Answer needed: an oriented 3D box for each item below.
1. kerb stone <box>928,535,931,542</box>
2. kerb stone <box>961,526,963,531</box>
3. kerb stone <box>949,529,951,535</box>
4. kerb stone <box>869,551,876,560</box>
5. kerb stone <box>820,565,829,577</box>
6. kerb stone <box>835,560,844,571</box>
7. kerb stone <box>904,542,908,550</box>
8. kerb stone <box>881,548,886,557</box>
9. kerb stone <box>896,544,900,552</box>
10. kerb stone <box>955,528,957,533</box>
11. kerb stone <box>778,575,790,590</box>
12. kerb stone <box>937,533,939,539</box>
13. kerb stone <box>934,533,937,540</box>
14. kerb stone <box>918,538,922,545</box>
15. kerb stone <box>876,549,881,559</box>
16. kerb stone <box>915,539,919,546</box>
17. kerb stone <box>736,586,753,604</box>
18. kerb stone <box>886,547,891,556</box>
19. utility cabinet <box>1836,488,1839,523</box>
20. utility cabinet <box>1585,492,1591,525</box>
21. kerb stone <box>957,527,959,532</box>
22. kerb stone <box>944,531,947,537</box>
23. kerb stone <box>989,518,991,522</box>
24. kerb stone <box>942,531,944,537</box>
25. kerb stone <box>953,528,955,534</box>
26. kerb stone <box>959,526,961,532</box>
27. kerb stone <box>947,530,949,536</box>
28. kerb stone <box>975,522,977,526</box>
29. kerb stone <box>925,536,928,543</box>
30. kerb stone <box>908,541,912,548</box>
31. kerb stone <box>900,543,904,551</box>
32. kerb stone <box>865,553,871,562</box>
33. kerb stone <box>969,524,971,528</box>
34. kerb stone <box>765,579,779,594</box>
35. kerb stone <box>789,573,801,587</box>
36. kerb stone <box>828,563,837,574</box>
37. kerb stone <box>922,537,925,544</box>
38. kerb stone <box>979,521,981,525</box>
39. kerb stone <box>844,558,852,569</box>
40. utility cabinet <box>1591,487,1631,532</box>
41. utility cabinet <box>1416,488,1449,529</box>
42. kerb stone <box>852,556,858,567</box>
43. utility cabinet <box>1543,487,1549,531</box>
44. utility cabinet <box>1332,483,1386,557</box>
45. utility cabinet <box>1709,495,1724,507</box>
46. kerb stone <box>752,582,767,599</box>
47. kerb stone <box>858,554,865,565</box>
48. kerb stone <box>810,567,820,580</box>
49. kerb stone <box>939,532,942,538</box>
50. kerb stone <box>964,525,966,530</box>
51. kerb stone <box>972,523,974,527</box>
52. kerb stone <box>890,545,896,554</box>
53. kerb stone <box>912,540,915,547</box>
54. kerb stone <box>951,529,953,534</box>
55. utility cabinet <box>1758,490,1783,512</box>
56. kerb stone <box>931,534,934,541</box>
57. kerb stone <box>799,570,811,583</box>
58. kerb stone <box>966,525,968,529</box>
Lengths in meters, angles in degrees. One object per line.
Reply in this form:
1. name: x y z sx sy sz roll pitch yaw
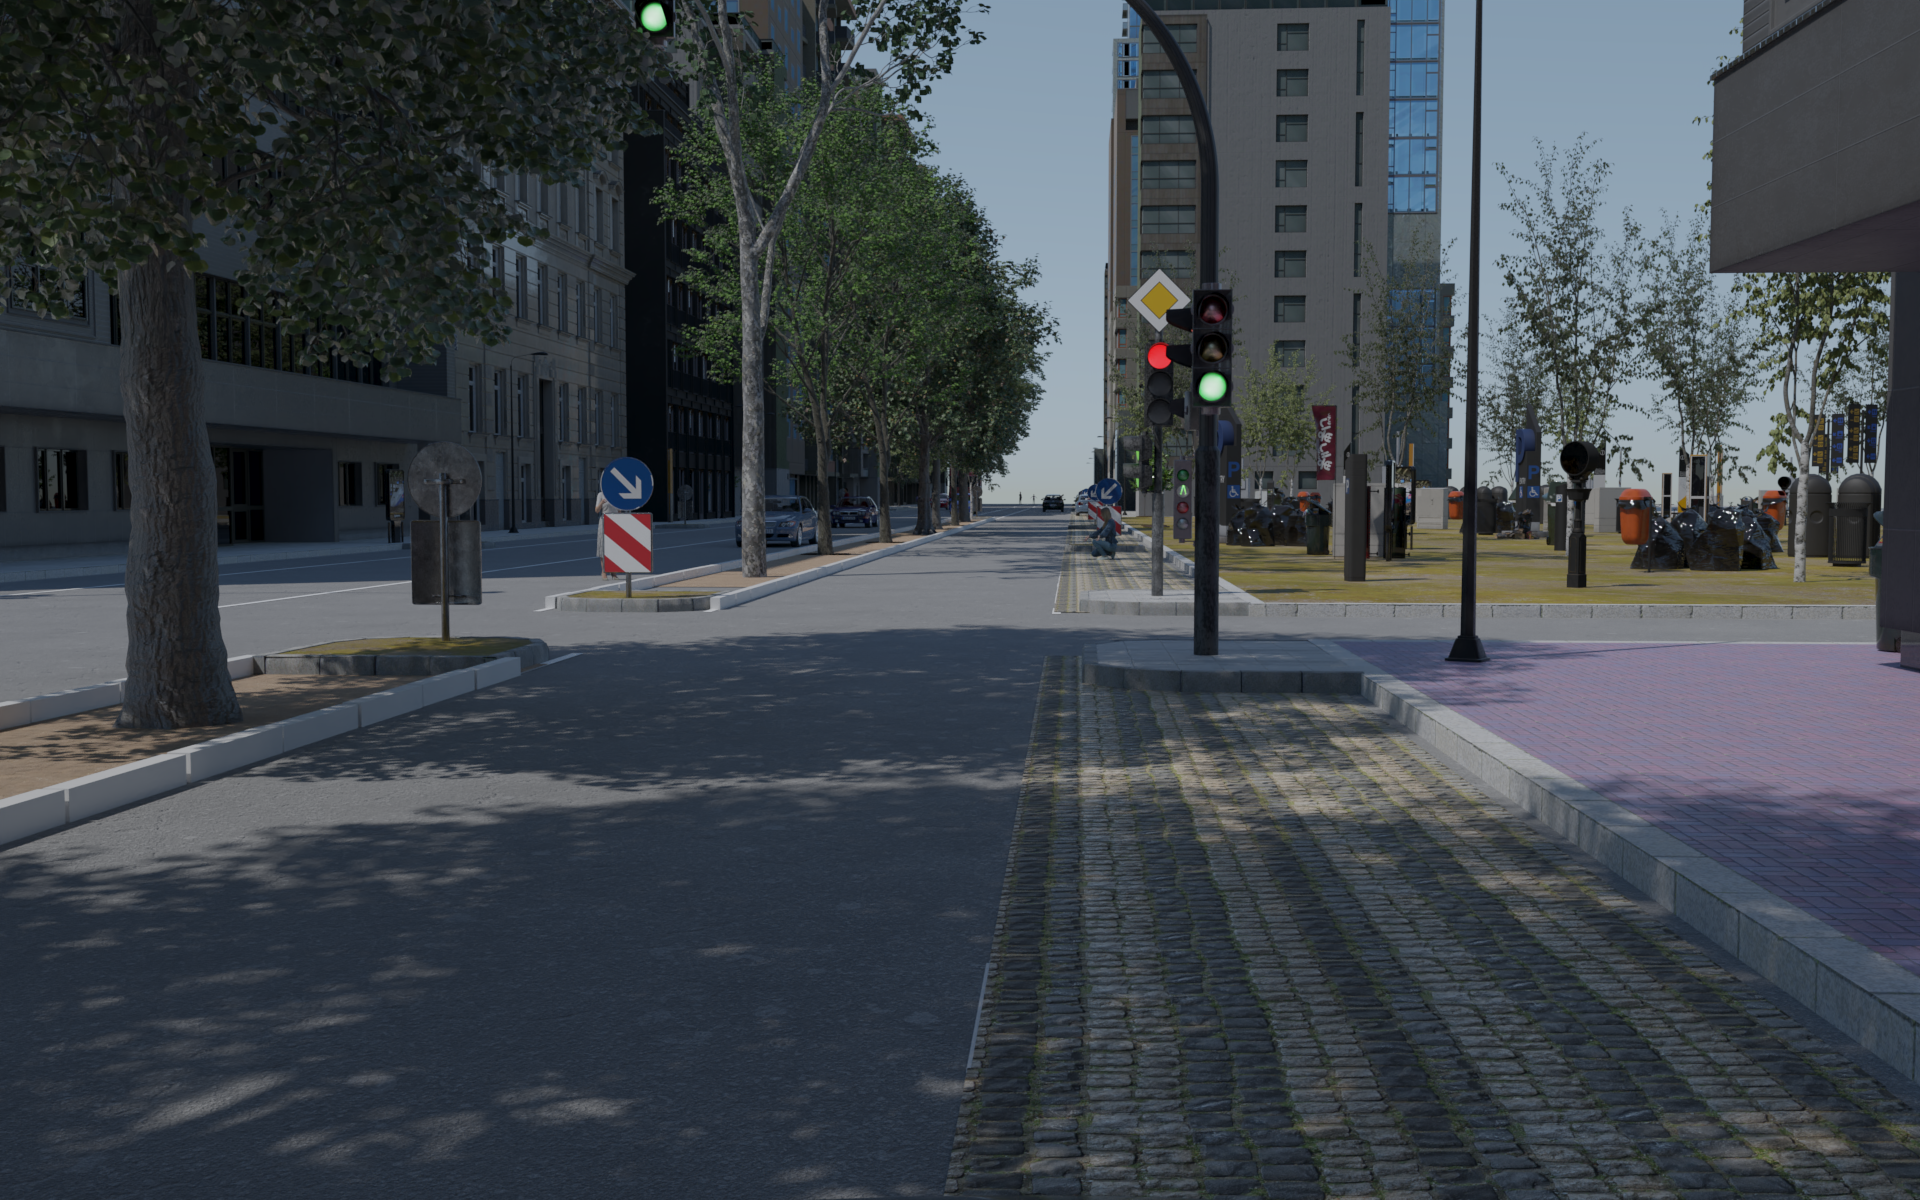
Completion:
1. kerb stone: -1.039 -1.796 51.558 0.120 0.150 1.000 0 4 4
2. kerb stone: -0.086 -2.671 65.867 0.120 0.150 1.000 0 4 4
3. kerb stone: -0.497 -2.296 59.740 0.120 0.150 1.000 0 4 4
4. kerb stone: -1.980 -0.921 37.258 0.120 0.150 1.000 0 4 4
5. kerb stone: -2.452 -0.483 30.098 0.120 0.150 1.000 0 4 4
6. kerb stone: -2.324 -0.606 32.149 0.120 0.150 1.000 0 4 4
7. kerb stone: -1.510 -1.359 44.407 0.120 0.150 1.000 0 4 4
8. kerb stone: -1.851 -1.046 39.301 0.120 0.150 1.000 0 4 4
9. kerb stone: -1.644 -1.234 42.363 0.120 0.150 1.000 0 4 4
10. kerb stone: -0.285 -2.483 62.801 0.120 0.150 1.000 0 4 4
11. kerb stone: -2.726 -0.233 26.005 0.120 0.150 1.000 0 4 4
12. kerb stone: -0.832 -1.980 54.625 0.120 0.150 1.000 0 4 4
13. kerb stone: -0.899 -1.921 53.597 0.120 0.150 1.000 0 4 4
14. kerb stone: -1.232 -1.609 48.499 0.120 0.150 1.000 0 4 4
15. kerb stone: -1.913 -0.984 38.281 0.120 0.150 1.000 0 4 4
16. kerb stone: -1.304 -1.541 47.479 0.120 0.150 1.000 0 4 4
17. kerb stone: -2.925 -0.045 22.938 0.120 0.150 1.000 0 4 4
18. kerb stone: -1.778 -1.107 40.320 0.120 0.150 1.000 0 4 4
19. utility cabinet: 32.654 -3.384 64.000 0.318 1.500 1.173 1 4 18
20. utility cabinet: 25.899 -3.873 72.001 1.173 1.500 0.318 2 4 34
21. kerb stone: -0.221 -2.546 63.821 0.120 0.150 1.000 0 4 4
22. kerb stone: -0.622 -2.171 57.692 0.120 0.150 1.000 0 4 4
23. kerb stone: 1.332 -3.985 87.355 0.120 0.150 1.000 0 4 4
24. kerb stone: -0.699 -2.107 56.666 0.120 0.150 1.000 0 4 4
25. kerb stone: -0.351 -2.421 61.781 0.120 0.150 1.000 0 4 4
26. kerb stone: -0.156 -2.608 64.844 0.120 0.150 1.000 0 4 4
27. kerb stone: -0.553 -2.222 58.720 0.120 0.150 1.000 0 4 4
28. kerb stone: 0.522 -3.235 75.085 0.120 0.150 1.000 0 4 4
29. kerb stone: -1.102 -1.733 50.538 0.120 0.150 1.000 0 4 4
30. kerb stone: -1.436 -1.417 45.434 0.120 0.150 1.000 0 4 4
31. kerb stone: -1.579 -1.296 43.387 0.120 0.150 1.000 0 4 4
32. kerb stone: -2.043 -0.859 36.238 0.120 0.150 1.000 0 4 4
33. kerb stone: 0.249 -2.985 71.003 0.120 0.150 1.000 0 4 4
34. kerb stone: -2.794 -0.171 24.985 0.120 0.150 1.000 0 4 4
35. kerb stone: -2.660 -0.296 27.030 0.120 0.150 1.000 0 4 4
36. kerb stone: -2.385 -0.543 31.118 0.120 0.150 1.000 0 4 4
37. kerb stone: -1.170 -1.671 49.519 0.120 0.150 1.000 0 4 4
38. kerb stone: 0.726 -3.422 78.152 0.120 0.150 1.000 0 4 4
39. kerb stone: -2.245 -0.671 33.169 0.120 0.150 1.000 0 4 4
40. utility cabinet: 21.598 -2.977 57.352 1.173 1.500 0.318 -1 4 -13
41. utility cabinet: 17.155 -3.316 62.895 0.318 1.500 1.173 -3 4 -36
42. kerb stone: -2.182 -0.734 34.199 0.120 0.150 1.000 0 4 4
43. utility cabinet: 18.115 -2.717 53.098 0.318 1.500 1.173 1 4 11
44. utility cabinet: 8.173 -1.619 35.147 1.173 1.500 0.318 0 4 8
45. utility cabinet: 38.687 -4.760 88.983 0.306 1.237 1.020 -2 4 -27
46. kerb stone: -2.857 -0.108 23.958 0.120 0.150 1.000 0 4 4
47. kerb stone: -2.114 -0.793 35.219 0.120 0.150 1.000 0 4 4
48. kerb stone: -2.525 -0.419 29.078 0.120 0.150 1.000 0 4 4
49. kerb stone: -0.753 -2.046 55.644 0.120 0.150 1.000 0 4 4
50. kerb stone: 0.049 -2.796 67.918 0.120 0.150 1.000 0 4 4
51. kerb stone: 0.388 -3.107 73.046 0.120 0.150 1.000 0 4 4
52. kerb stone: -1.707 -1.171 41.343 0.120 0.150 1.000 0 4 4
53. kerb stone: -1.378 -1.479 46.460 0.120 0.150 1.000 0 4 4
54. kerb stone: -0.428 -2.356 60.762 0.120 0.150 1.000 0 4 4
55. utility cabinet: 40.607 -4.769 86.653 1.173 1.500 0.318 0 4 5
56. kerb stone: -0.968 -1.858 52.578 0.120 0.150 1.000 0 4 4
57. kerb stone: -2.588 -0.358 28.050 0.120 0.150 1.000 0 4 4
58. kerb stone: 0.109 -2.859 68.943 0.120 0.150 1.000 0 4 4
